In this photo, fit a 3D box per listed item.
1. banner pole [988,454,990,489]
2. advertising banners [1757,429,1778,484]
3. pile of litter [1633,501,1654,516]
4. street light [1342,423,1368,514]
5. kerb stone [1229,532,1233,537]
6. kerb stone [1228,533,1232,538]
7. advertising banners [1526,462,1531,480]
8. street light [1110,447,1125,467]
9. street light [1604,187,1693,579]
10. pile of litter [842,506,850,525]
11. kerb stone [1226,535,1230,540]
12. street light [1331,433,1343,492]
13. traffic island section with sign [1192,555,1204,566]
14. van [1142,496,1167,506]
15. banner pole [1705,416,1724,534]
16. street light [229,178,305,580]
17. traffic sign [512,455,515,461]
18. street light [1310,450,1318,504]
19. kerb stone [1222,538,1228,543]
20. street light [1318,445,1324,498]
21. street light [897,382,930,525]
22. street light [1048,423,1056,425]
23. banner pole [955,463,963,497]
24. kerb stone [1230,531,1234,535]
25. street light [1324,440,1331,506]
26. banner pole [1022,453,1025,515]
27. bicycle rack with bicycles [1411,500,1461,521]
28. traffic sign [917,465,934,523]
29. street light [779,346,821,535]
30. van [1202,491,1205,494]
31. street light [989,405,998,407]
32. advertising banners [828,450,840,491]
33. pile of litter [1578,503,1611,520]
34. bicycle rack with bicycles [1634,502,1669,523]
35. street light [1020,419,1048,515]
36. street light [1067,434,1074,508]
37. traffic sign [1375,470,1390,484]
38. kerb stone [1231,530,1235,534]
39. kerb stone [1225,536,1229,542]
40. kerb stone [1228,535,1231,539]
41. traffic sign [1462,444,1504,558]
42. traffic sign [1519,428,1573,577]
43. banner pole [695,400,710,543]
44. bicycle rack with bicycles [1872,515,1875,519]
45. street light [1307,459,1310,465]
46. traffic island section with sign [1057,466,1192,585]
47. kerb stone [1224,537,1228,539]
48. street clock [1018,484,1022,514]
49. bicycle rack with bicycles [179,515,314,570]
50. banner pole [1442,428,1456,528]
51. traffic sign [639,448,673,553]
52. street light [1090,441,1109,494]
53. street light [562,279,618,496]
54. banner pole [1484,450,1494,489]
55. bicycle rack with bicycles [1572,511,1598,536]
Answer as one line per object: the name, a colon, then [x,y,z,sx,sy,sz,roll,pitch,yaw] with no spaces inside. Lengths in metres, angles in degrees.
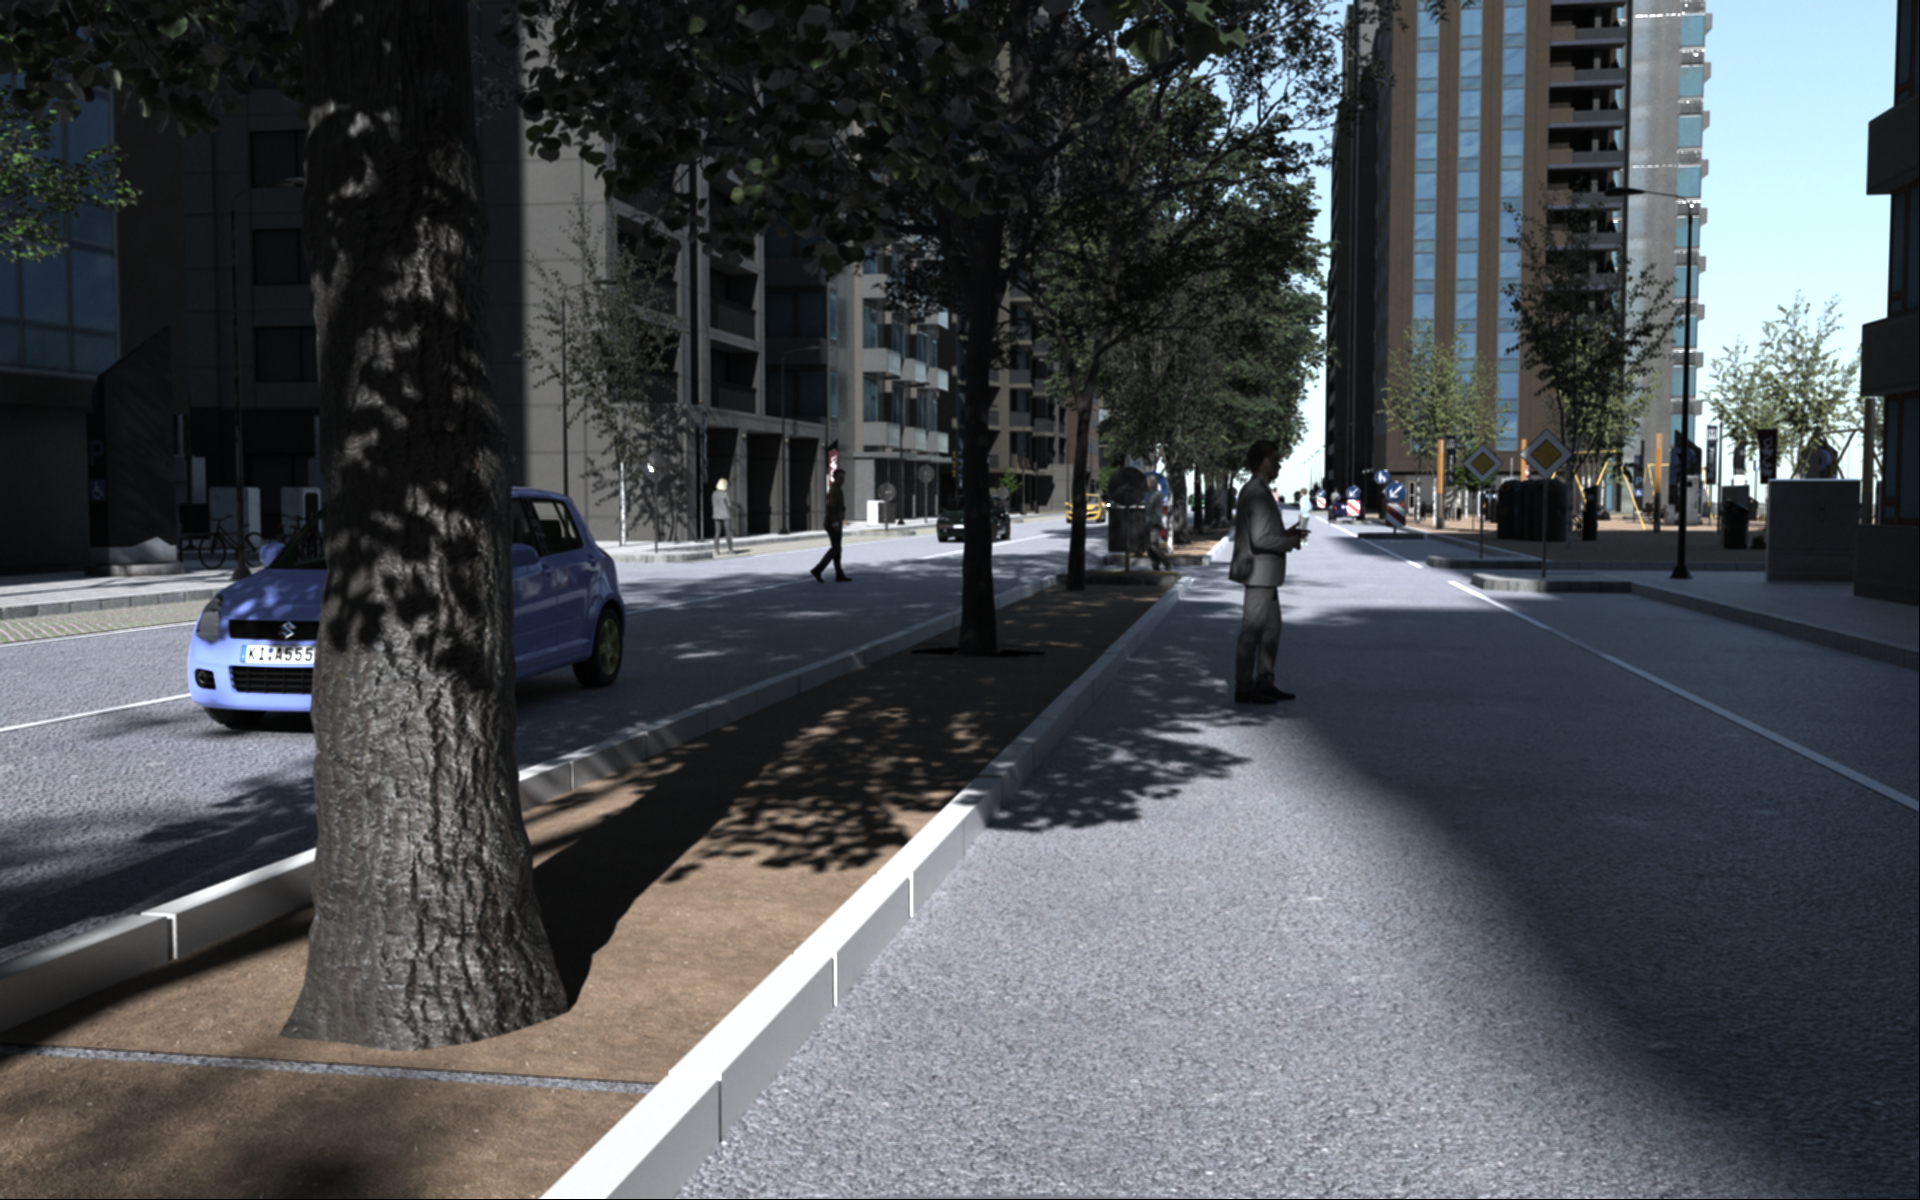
banner pole: [1.300,-6.477,95.921,0.863,3.779,0.401,-3,4,-37]
advertising banners: [22.317,-3.056,46.155,2.074,3.025,0.090,2,4,30]
pile of litter: [40.828,-5.424,102.642,1.176,0.858,1.719,-3,5,-43]
street light: [26.025,-8.618,113.440,1.470,5.913,1.316,1,4,10]
kerb stone: [8.413,-1.962,54.367,0.120,0.150,1.000,1,4,10]
kerb stone: [8.237,-1.906,53.355,0.120,0.150,1.000,1,4,10]
advertising banners: [30.658,-5.830,91.509,2.074,3.025,0.090,3,4,37]
street light: [14.821,-11.836,166.055,1.470,5.913,1.316,1,4,10]
street light: [10.456,-3.289,26.311,1.470,5.913,1.316,1,4,10]
pile of litter: [-5.191,-3.554,72.067,1.176,0.858,1.719,-1,4,-15]
kerb stone: [7.687,-1.721,50.338,0.120,0.150,1.000,1,4,10]
street light: [28.991,-9.682,130.844,1.470,5.913,1.316,1,4,10]
traffic island section with sign: [3.965,-1.665,35.355,2.006,1.907,1.989,1,4,10]
van: [18.046,-9.527,160.151,2.240,2.365,5.245,1,4,12]
banner pole: [24.274,-4.017,55.702,0.863,3.779,0.401,-2,4,-25]
street light: [-10.232,-3.251,25.687,1.470,5.913,1.316,1,4,10]
traffic sign: [-7.985,-1.591,29.653,0.795,2.450,0.064,1,4,10]
street light: [40.080,-13.476,192.866,1.470,5.913,1.316,1,4,10]
kerb stone: [7.166,-1.535,47.314,0.120,0.150,1.000,1,4,10]
street light: [35.209,-11.800,165.468,1.470,5.913,1.316,1,4,10]
street light: [-1.929,-6.089,72.091,1.470,5.913,1.316,1,4,10]
street light: [5.578,-8.623,113.528,1.470,5.913,1.316,1,4,10]
banner pole: [-0.088,-7.480,112.309,0.863,3.779,0.401,-3,5,-43]
kerb stone: [8.594,-2.025,55.377,0.120,0.150,1.000,1,4,10]
street light: [32.202,-10.752,148.333,1.470,5.913,1.316,1,4,10]
banner pole: [3.856,-7.060,105.452,0.401,3.779,0.863,0,4,-8]
bicycle rack with bicycles: [23.047,-4.297,83.631,2.852,0.926,2.925,1,4,16]
traffic sign: [-1.499,-4.629,75.796,0.768,2.556,0.104,1,4,13]
street light: [-5.063,-5.027,54.730,1.470,5.913,1.316,1,4,10]
van: [35.500,-14.821,249.341,2.013,2.044,4.112,1,4,9]
street light: [1.294,-7.206,90.358,1.470,5.913,1.316,1,4,10]
advertising banners: [-5.709,-4.455,69.032,2.074,3.025,0.090,-2,4,-28]
pile of litter: [31.067,-4.329,84.742,1.719,0.858,1.176,0,4,5]
bicycle rack with bicycles: [32.077,-3.985,78.542,2.925,0.926,2.852,0,4,-6]
street light: [4.466,-8.252,107.463,1.470,5.913,1.316,1,4,10]
street light: [8.725,-9.722,131.503,1.470,5.913,1.316,1,4,10]
traffic sign: [22.222,-5.572,91.207,0.768,2.556,0.104,1,4,16]
kerb stone: [8.948,-2.153,57.390,0.120,0.150,1.000,1,4,10]
kerb stone: [7.517,-1.658,49.331,0.120,0.150,1.000,1,4,10]
kerb stone: [7.876,-1.778,51.343,0.120,0.150,1.000,1,4,10]
traffic sign: [10.390,-1.886,34.482,0.795,2.450,0.064,1,4,10]
traffic sign: [8.989,-1.405,26.620,0.795,2.450,0.064,1,4,10]
banner pole: [-6.827,-3.434,46.169,0.401,3.779,0.863,0,4,7]
bicycle rack with bicycles: [31.333,-2.641,56.568,2.925,0.926,2.852,1,4,13]
street light: [43.303,-14.571,210.783,1.470,5.913,1.316,1,4,10]
traffic island section with sign: [2.656,-1.219,28.064,2.006,1.907,1.989,1,4,10]
kerb stone: [7.341,-1.596,48.321,0.120,0.150,1.000,1,4,10]
street clock: [3.921,-6.593,112.358,0.358,2.002,0.471,0,4,-5]
bicycle rack with bicycles: [-11.842,-1.003,29.786,2.852,0.926,2.925,1,4,11]
banner pole: [18.487,-4.621,65.576,0.401,3.779,0.863,-1,4,-22]
traffic sign: [-6.585,-2.072,37.515,0.795,2.450,0.064,1,4,10]
street light: [11.773,-10.770,148.630,1.470,5.913,1.316,1,4,10]
street light: [-8.070,-3.979,37.596,1.470,5.913,1.316,1,4,10]
banner pole: [29.879,-6.606,98.020,0.863,3.779,0.401,2,4,30]
bicycle rack with bicycles: [18.213,-2.457,53.557,2.925,0.926,2.852,0,4,4]
